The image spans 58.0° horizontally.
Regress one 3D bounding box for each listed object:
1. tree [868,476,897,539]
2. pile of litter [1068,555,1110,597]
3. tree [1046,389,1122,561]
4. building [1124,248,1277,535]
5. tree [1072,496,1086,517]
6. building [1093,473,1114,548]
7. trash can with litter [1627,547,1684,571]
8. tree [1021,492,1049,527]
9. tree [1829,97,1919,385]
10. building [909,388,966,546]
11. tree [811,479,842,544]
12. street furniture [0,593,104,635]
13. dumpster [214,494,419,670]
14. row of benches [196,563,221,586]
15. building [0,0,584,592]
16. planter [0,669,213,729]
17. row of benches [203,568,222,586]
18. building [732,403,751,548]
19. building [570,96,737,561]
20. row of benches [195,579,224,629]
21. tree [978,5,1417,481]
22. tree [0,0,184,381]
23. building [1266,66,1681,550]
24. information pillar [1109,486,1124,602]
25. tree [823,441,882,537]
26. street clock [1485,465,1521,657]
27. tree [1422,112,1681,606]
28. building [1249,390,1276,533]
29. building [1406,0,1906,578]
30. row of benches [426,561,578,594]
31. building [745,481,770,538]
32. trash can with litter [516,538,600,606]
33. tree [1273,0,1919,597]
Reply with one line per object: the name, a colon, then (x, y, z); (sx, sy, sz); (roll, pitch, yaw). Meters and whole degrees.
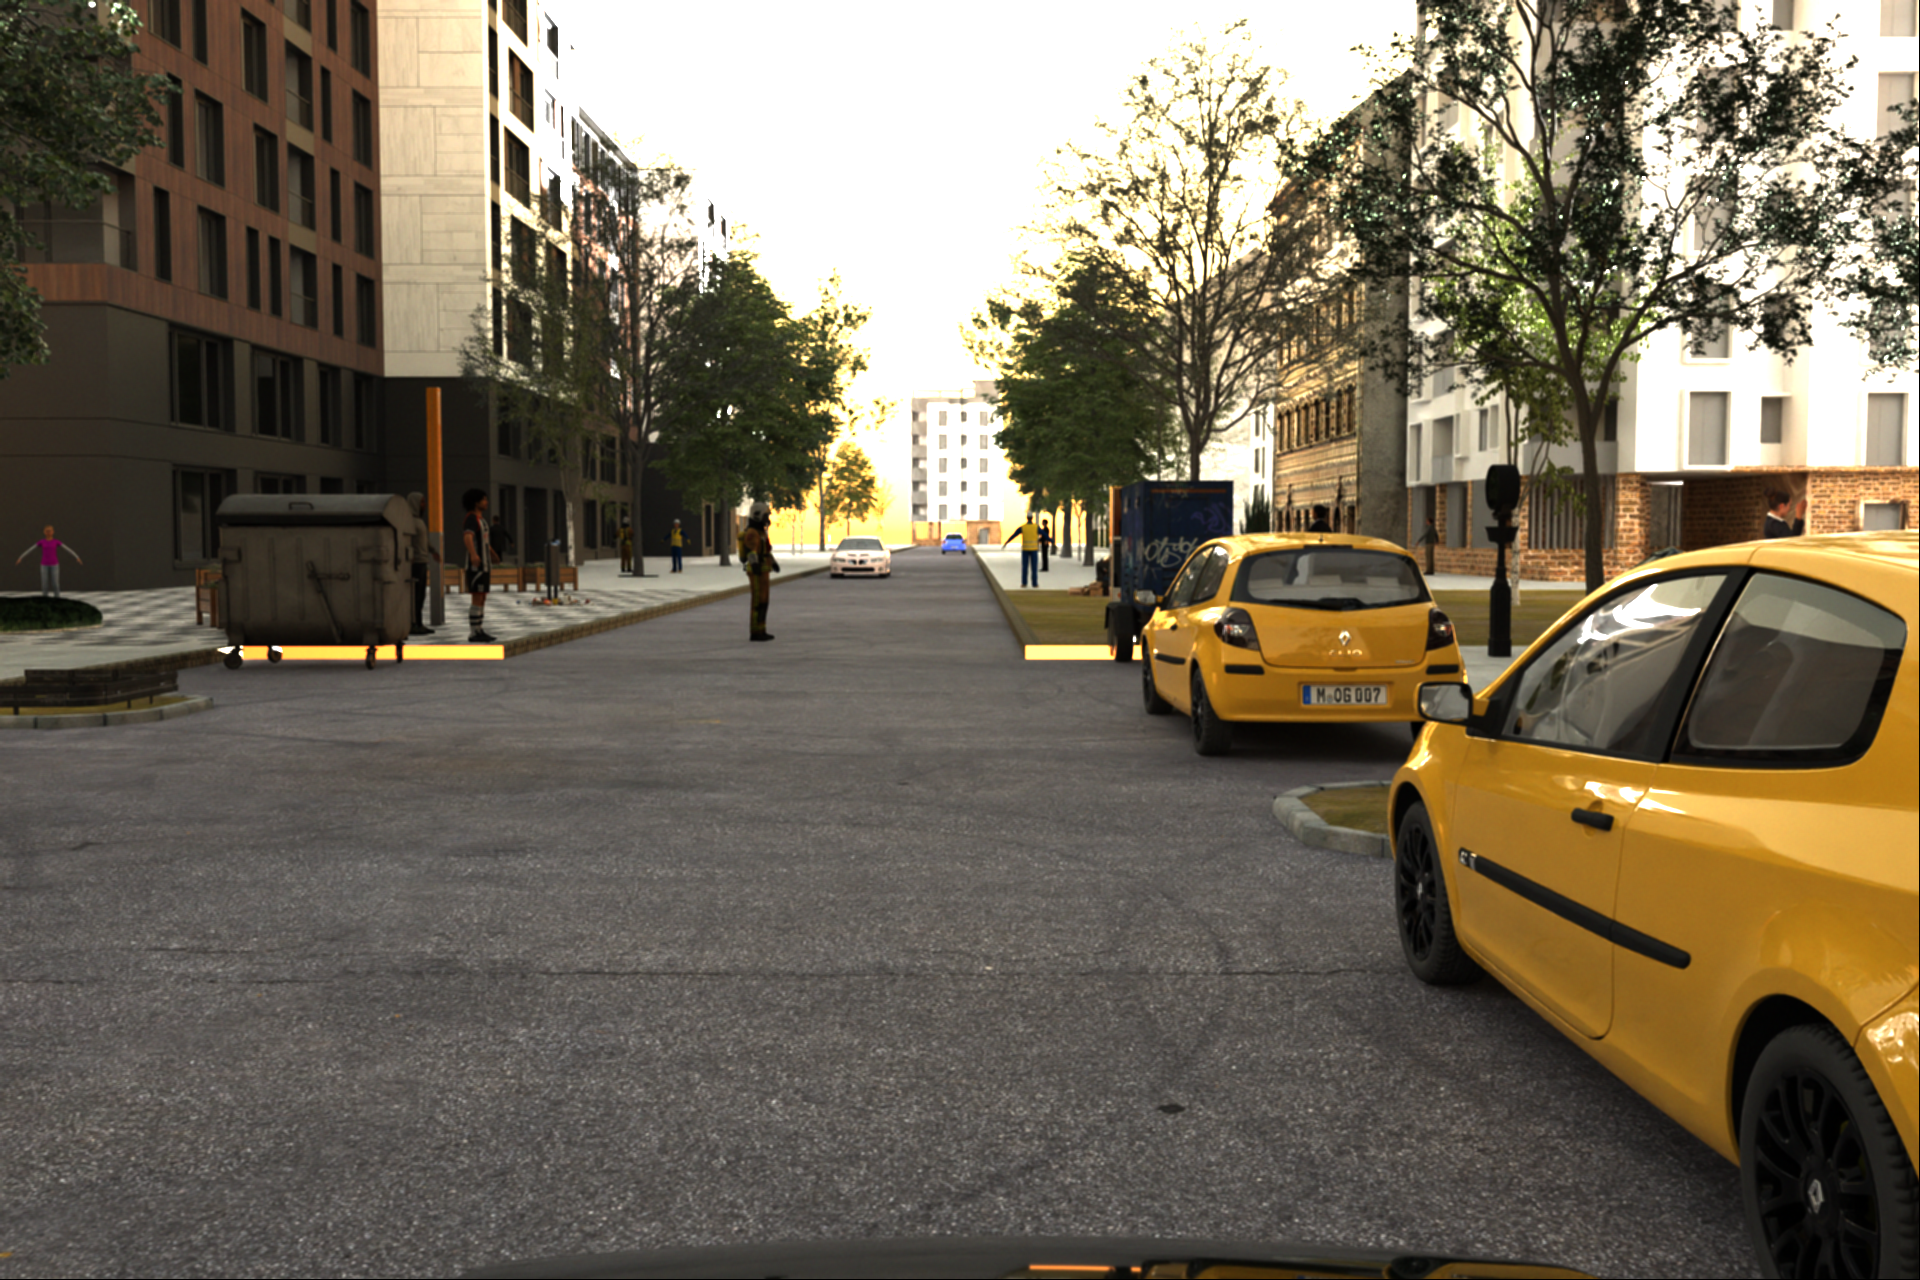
tree: (-9.609, -16.366, 217.948); (4.360, 8.622, 3.978); (0, 3, 0)
pile of litter: (2.828, -1.358, 36.170); (1.176, 0.858, 1.719); (0, 4, 0)
tree: (5.673, -7.973, 80.727); (4.737, 8.622, 4.395); (0, 3, 0)
building: (22.682, -19.013, 141.796); (19.493, 23.208, 18.063); (0, 4, 1)
tree: (16.686, -17.015, 212.610); (7.601, 10.594, 8.767); (0, 4, 2)
building: (21.968, -18.517, 169.204); (16.747, 18.905, 31.486); (0, 4, 0)
trash can with litter: (5.836, -0.232, 15.174); (1.055, 1.170, 0.624); (0, 4, 0)
tree: (10.082, -16.130, 214.095); (4.360, 8.622, 3.978); (0, 3, 0)
tree: (17.652, -5.689, 27.420); (7.601, 10.594, 8.767); (0, 4, 3)
building: (-5.928, -21.814, 215.527); (11.380, 20.090, 16.016); (0, 4, -5)
tree: (-16.720, -16.351, 217.695); (4.737, 8.622, 4.395); (0, 3, 0)
street furniture: (-16.881, -0.405, 22.244); (10.072, 0.657, 5.734); (0, 4, 6)
dumpster: (-6.944, -0.644, 18.745); (1.865, 1.857, 1.264); (0, 4, 0)
row of benches: (-14.321, -1.248, 35.872); (4.104, 0.672, 1.422); (2, 4, 30)
building: (-29.309, -12.851, 54.095); (27.936, 21.610, 32.646); (0, 3, 0)
planter: (-7.119, 0.454, 13.716); (1.991, 0.319, 1.994); (0, 3, 0)
row of benches: (-12.699, -1.055, 32.707); (4.104, 0.672, 1.422); (2, 4, 30)
building: (-24.570, -17.928, 149.540); (16.016, 20.090, 11.380); (0, 4, -1)
building: (-28.454, -15.352, 94.979); (27.936, 21.610, 32.646); (0, 4, 0)
row of benches: (-9.423, -0.462, 23.016); (1.422, 0.672, 4.104); (-2, 4, -34)
tree: (5.620, -7.978, 40.807); (12.009, 13.543, 11.850); (0, 3, 0)
tree: (-12.645, -6.744, 16.927); (9.857, 13.997, 8.962); (0, 3, 0)
building: (23.745, -14.684, 71.018); (19.493, 23.208, 18.063); (0, 4, 1)
information pillar: (2.483, -1.369, 26.871); (0.304, 2.012, 0.304); (0, 4, -1)
tree: (-13.167, -17.886, 210.565); (7.486, 12.596, 7.792); (0, 3, 0)
street clock: (5.658, -0.828, 18.104); (0.358, 2.002, 0.471); (0, 3, 0)
tree: (10.107, -4.910, 30.643); (4.737, 8.622, 4.395); (0, 3, 0)
building: (22.473, -9.325, 94.607); (9.099, 9.664, 28.070); (0, 4, 1)
building: (20.747, -12.383, 58.884); (16.016, 20.090, 11.380); (0, 4, 0)
row of benches: (-10.264, -1.366, 37.791); (1.422, 0.672, 4.104); (3, 5, 44)
building: (-25.200, -19.185, 170.086); (16.016, 20.090, 11.380); (0, 4, 1)
trash can with litter: (-7.289, -1.269, 31.812); (1.678, 1.210, 2.233); (0, 4, 0)
tree: (8.470, -5.409, 22.845); (8.767, 10.594, 7.601); (0, 4, 8)
